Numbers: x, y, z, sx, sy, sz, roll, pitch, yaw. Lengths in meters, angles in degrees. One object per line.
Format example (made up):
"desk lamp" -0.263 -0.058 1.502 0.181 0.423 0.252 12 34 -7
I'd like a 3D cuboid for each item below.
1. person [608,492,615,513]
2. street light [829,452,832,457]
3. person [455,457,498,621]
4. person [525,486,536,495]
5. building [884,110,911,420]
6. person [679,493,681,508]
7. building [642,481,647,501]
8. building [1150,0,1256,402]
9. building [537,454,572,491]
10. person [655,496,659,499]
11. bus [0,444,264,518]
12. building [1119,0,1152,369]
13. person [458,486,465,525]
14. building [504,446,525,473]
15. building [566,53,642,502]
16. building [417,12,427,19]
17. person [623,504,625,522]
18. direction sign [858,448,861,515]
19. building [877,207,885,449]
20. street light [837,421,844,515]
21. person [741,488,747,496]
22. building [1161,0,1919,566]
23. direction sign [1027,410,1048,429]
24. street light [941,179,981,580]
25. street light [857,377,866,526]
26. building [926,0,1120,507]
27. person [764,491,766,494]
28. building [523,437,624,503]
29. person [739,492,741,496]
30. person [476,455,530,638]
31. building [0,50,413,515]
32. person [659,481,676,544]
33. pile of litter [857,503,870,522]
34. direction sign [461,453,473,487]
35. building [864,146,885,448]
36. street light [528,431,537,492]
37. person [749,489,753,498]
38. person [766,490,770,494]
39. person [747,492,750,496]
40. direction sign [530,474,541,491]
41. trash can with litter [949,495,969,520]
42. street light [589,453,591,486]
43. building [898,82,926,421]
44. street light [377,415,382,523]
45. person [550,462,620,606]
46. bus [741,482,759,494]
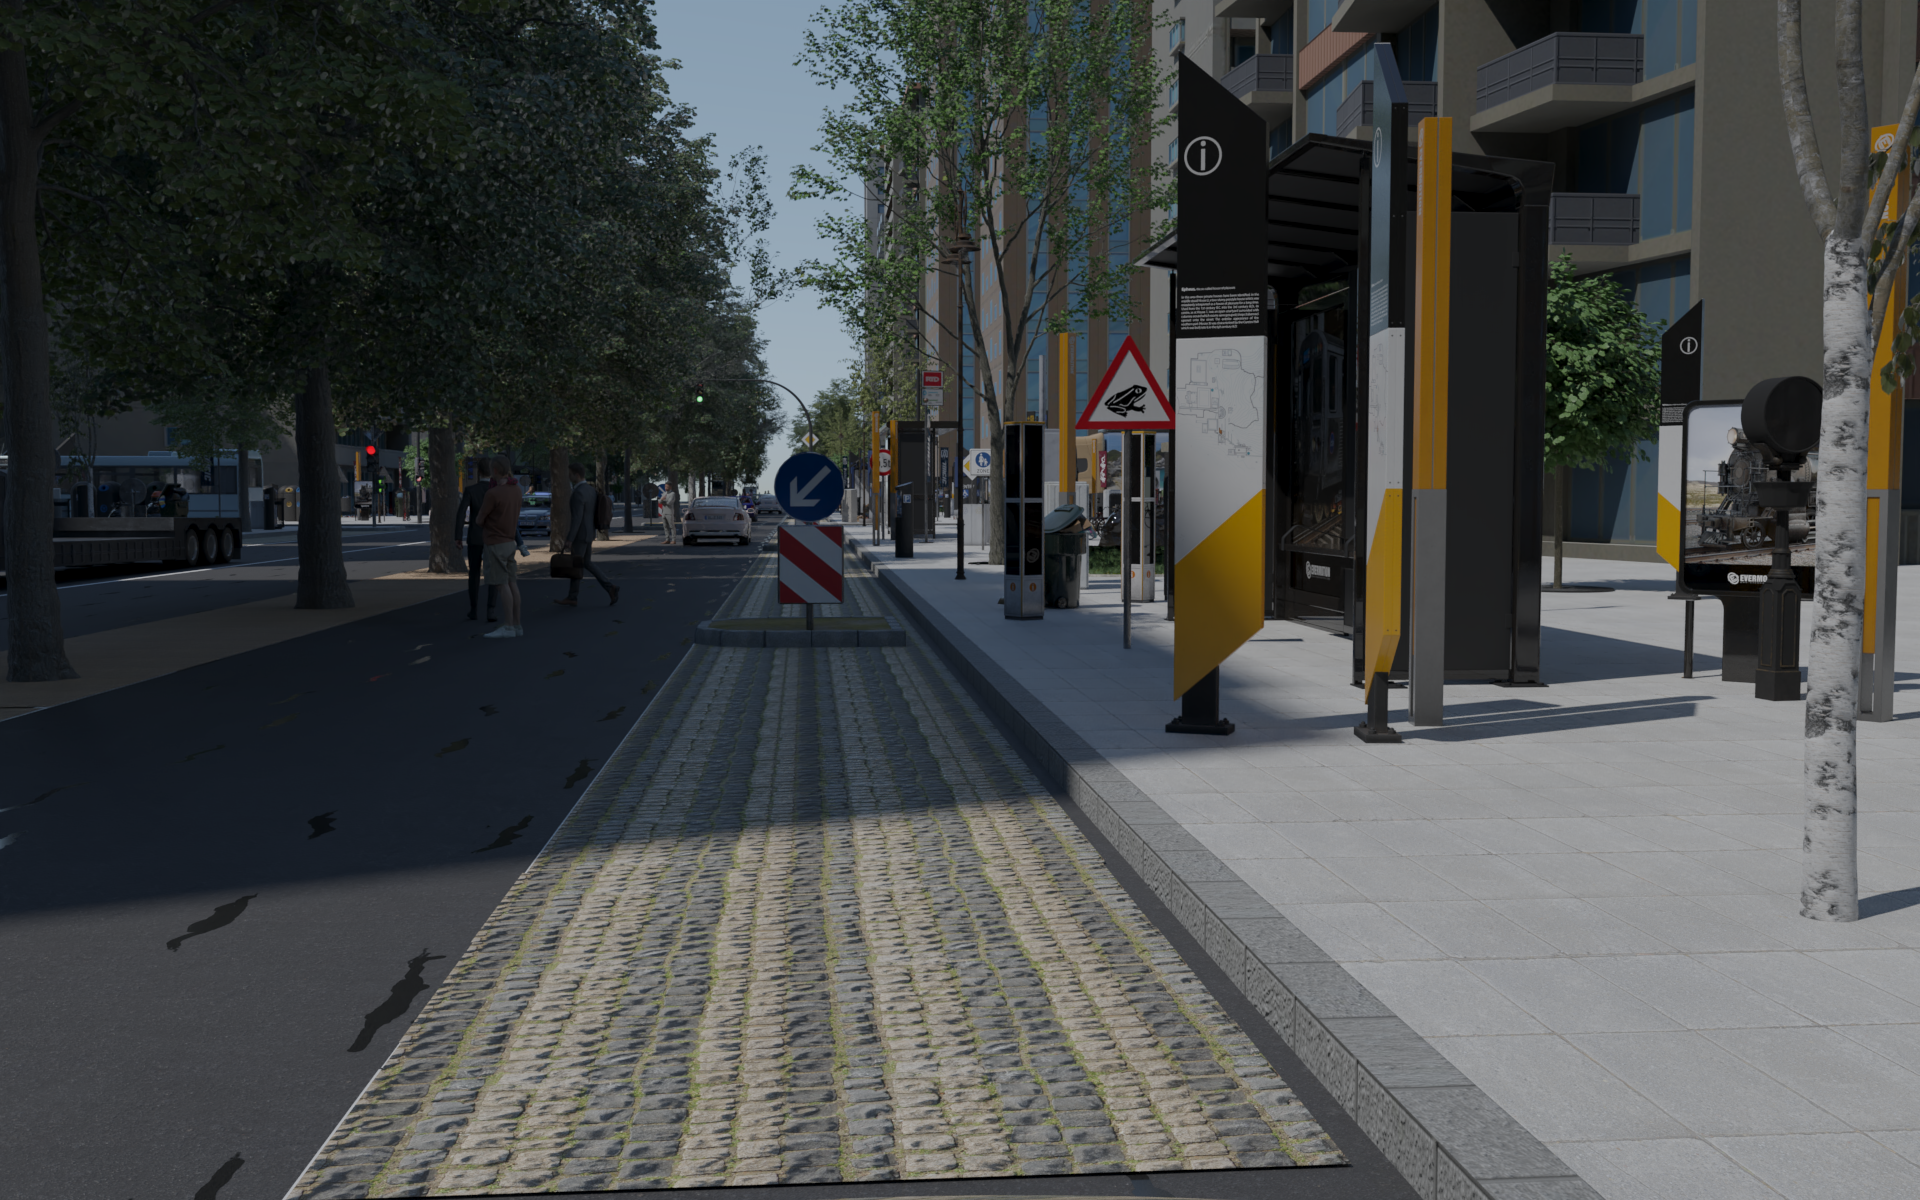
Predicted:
"person" -27.046 -7.580 134.240 0.589 1.601 0.330 0 4 -5
"street light" -11.232 -10.929 151.482 0.468 5.910 1.993 0 4 -5
"person" -5.402 -0.692 19.595 0.659 1.850 0.755 -1 4 -21
"person" -19.419 -4.277 78.673 0.600 1.795 0.529 3 4 38
"building" 2.068 -35.792 208.906 21.300 48.544 21.600 0 4 -5
"person" -29.386 -10.446 180.768 0.415 1.643 0.593 -3 4 -37
"building" -61.154 -37.497 296.677 14.154 41.232 14.086 0 4 -5
"building" 21.854 -28.892 96.080 21.600 48.544 21.300 0 4 -5
"building" -52.469 -31.493 198.512 14.154 41.232 14.086 0 4 -5
"person" -31.521 -10.513 181.093 0.721 1.736 1.217 -3 5 -41
"bus" -35.743 -4.653 70.940 13.247 3.499 2.948 0 4 -4
"building" 8.960 -28.505 116.171 14.600 45.320 14.200 0 4 -5
"person" -22.962 -4.314 79.137 0.767 1.812 0.694 3 5 42
"building" -47.652 -28.876 155.716 14.154 41.232 14.086 0 4 -5
"building" -62.202 -51.349 277.810 20.563 71.187 20.611 0 4 -5
"building" -44.403 -27.583 134.581 14.154 41.232 14.086 0 4 -5
"person" -17.283 -4.708 89.748 0.394 1.301 0.425 -2 4 -32
"direction sign" -4.925 -5.707 85.304 0.379 3.537 0.876 0 4 4
"building" -1.352 -39.656 267.984 23.786 49.044 30.456 0 4 -5
"street light" -7.405 -8.260 107.842 0.468 5.910 1.993 0 4 -5
"person" -14.537 -6.599 116.408 0.388 1.821 0.555 2 4 24
"building" 18.718 -23.800 43.757 22.147 44.769 28.867 0 4 -5
"direction sign" 2.099 -3.376 47.203 0.379 3.537 0.876 -3 4 -37
"street light" 0.008 -3.245 25.838 0.468 5.910 1.993 0 4 -5
"street light" -3.803 -5.864 68.669 0.468 5.910 1.993 0 4 -5
"building" 4.548 -30.255 144.783 14.600 45.320 14.200 0 4 -5
"person" -22.687 -11.848 202.227 1.348 1.822 0.705 3 4 38
"building" -60.681 -36.648 253.822 22.147 44.769 28.867 0 4 -5
"person" -38.807 -18.084 304.892 1.217 1.735 0.721 -3 5 -39
"person" -4.602 -0.547 17.425 0.573 1.828 0.580 -2 4 -33
"building" -47.270 -29.509 106.179 21.300 48.544 21.600 0 4 -5
"person" -8.379 -2.496 49.489 0.511 1.800 0.466 2 4 27
"pile of litter" -4.528 -4.563 88.573 1.176 0.858 1.719 -1 4 -19
"direction sign" -27.041 -6.293 94.883 0.379 3.537 0.876 3 4 38
"building" -5.865 -46.163 296.767 21.231 58.520 28.212 0 4 -5
"street light" -29.484 -8.989 119.765 0.468 5.910 1.993 0 4 -5
"person" -15.228 -7.174 125.801 0.388 1.821 0.555 -1 4 -20
"person" -19.388 -10.189 175.181 1.348 1.812 0.705 0 4 4
"person" -31.393 -15.105 256.168 1.217 1.736 0.721 -3 5 -44
"direction sign" -33.337 -8.810 136.043 0.876 3.537 0.379 0 4 1
"trash can with litter" 0.562 -4.648 87.054 2.233 1.210 1.678 0 4 -3
"street light" -32.472 -10.977 152.258 0.468 5.910 1.993 0 4 -5
"building" 4.767 -32.376 183.975 22.147 44.769 28.867 0 4 -5
"street light" -25.687 -6.341 76.469 0.468 5.910 1.993 0 4 -5
"person" -4.779 -0.832 22.066 0.822 1.834 0.622 0 4 -3
"bus" -35.919 -18.673 296.848 2.896 3.916 12.252 0 4 -5
